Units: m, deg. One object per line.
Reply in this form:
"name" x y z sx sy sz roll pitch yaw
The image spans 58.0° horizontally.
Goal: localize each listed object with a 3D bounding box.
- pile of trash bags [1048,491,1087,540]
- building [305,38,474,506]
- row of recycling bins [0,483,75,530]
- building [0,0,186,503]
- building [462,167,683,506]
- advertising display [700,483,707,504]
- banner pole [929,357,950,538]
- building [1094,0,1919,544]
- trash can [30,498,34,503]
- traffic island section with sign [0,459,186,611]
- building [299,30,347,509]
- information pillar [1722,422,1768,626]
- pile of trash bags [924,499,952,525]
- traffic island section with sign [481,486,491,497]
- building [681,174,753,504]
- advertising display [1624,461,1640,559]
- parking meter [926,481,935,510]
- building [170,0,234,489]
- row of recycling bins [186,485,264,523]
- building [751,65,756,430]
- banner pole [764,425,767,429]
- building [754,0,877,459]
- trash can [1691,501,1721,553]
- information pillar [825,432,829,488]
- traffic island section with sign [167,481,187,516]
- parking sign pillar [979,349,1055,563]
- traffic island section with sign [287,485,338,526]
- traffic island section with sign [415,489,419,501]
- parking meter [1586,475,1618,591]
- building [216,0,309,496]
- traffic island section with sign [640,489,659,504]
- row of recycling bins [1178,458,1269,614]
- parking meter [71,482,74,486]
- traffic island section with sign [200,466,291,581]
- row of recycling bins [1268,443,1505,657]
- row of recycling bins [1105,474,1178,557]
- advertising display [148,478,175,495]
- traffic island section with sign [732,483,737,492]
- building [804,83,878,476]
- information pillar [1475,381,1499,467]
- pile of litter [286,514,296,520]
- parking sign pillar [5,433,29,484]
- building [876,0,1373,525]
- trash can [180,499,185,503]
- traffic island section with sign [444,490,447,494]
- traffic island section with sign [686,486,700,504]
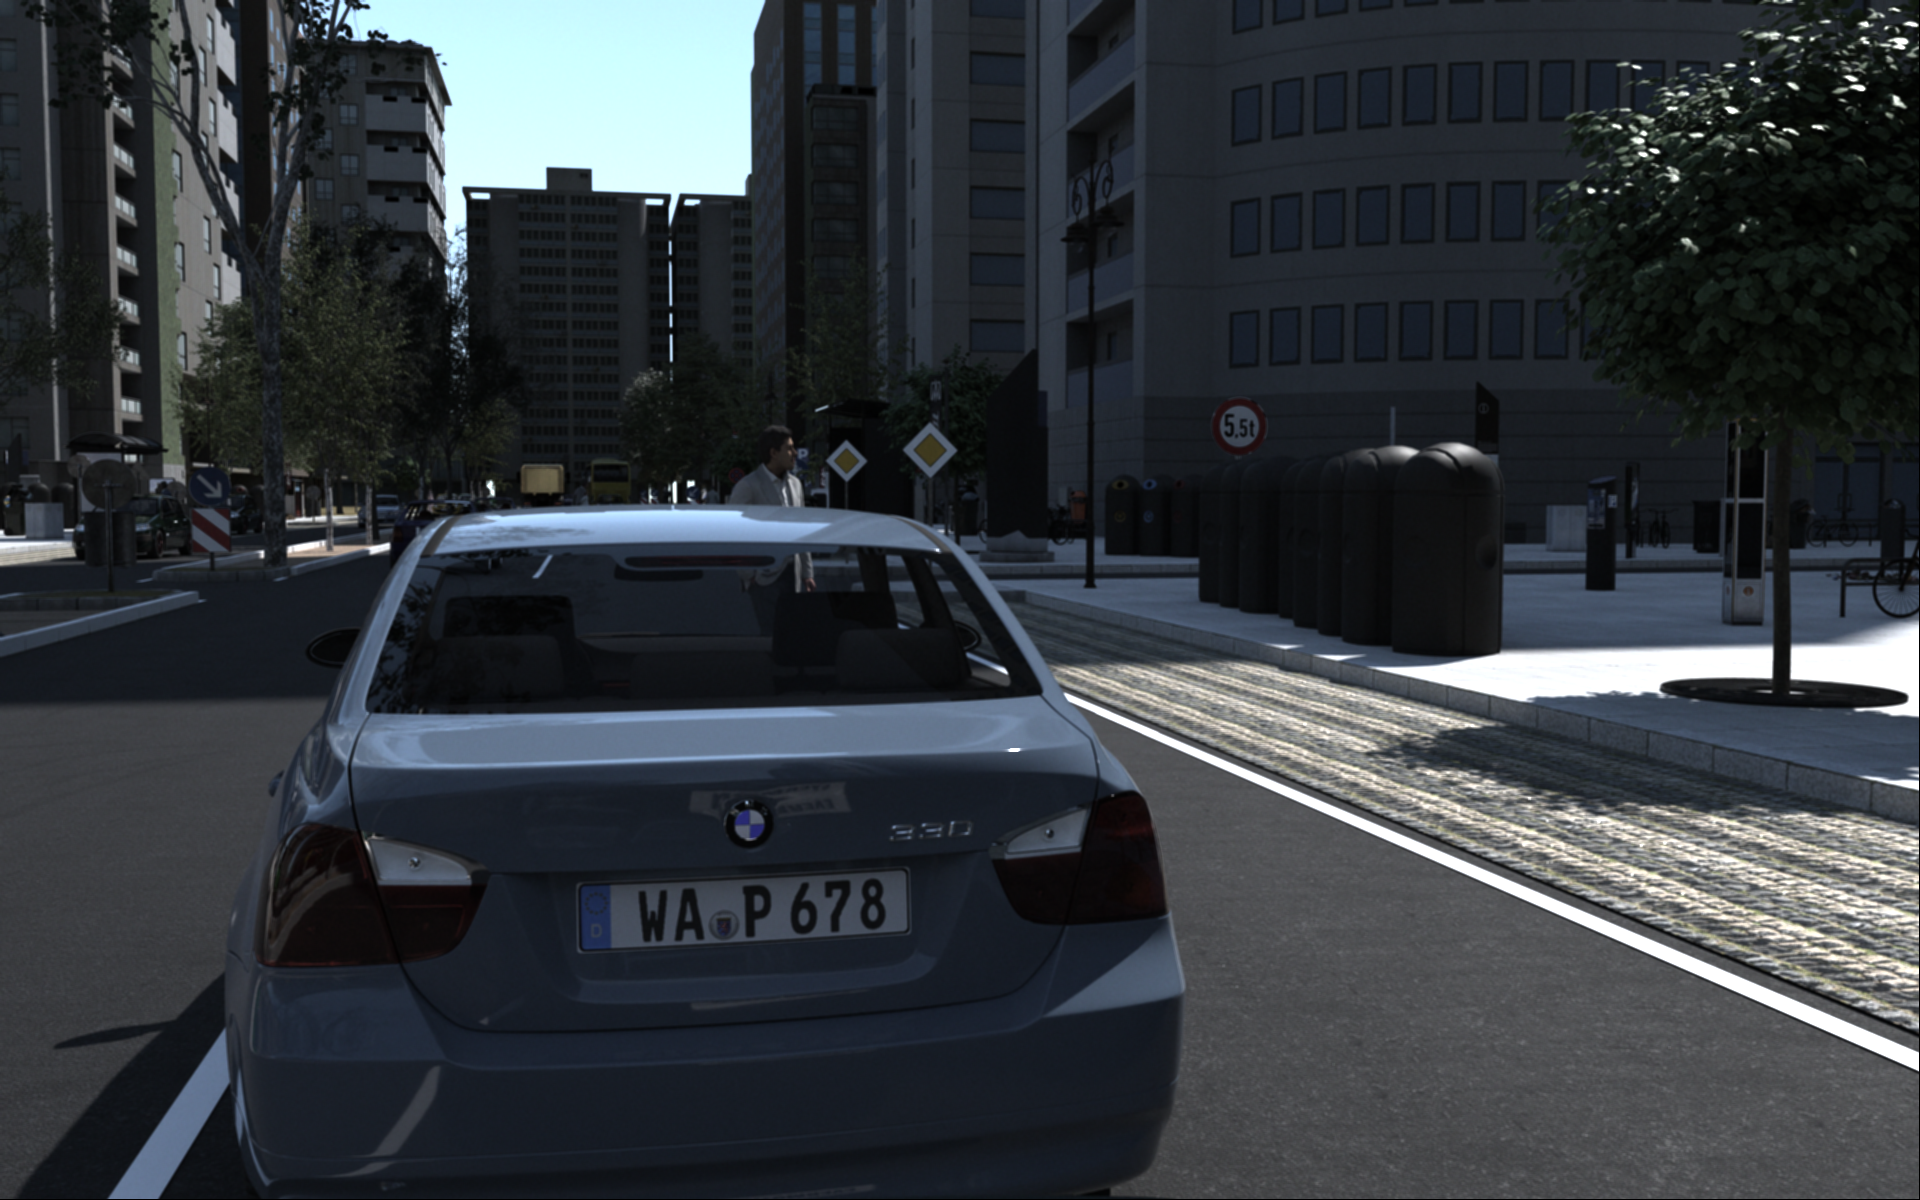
"pile of trash bags" 2.942 -2.454 49.881 1.912 1.369 3.447 -1 4 -16
"building" -71.730 -37.443 201.438 27.495 52.752 28.713 -1 4 -12
"row of recycling bins" -33.904 -3.408 62.841 3.534 1.692 1.069 -3 5 -44
"building" -48.657 -24.696 87.380 14.154 41.232 14.086 -1 4 -12
"building" -46.903 -31.617 208.823 23.993 40.220 32.217 -1 4 -12
"advertising display" -15.365 -6.020 103.643 0.123 1.923 0.974 1 4 10
"banner pole" -0.364 -2.561 31.894 0.401 3.779 0.863 -2 4 -31
"building" 17.812 -31.274 53.336 28.212 58.520 21.231 -1 4 -12
"trash can" -33.075 -3.023 61.083 0.748 1.137 0.748 0 3 0
"traffic island section with sign" -11.013 -0.853 22.089 2.006 1.907 1.989 -1 4 -12
"building" -70.817 -30.417 151.937 28.867 44.769 22.147 -1 4 -12
"information pillar" 7.687 -0.762 16.957 0.304 2.012 0.304 0 4 5
"pile of trash bags" -0.647 -3.937 74.115 3.447 1.369 1.912 2 4 24
"traffic island section with sign" -28.244 -5.791 102.823 2.006 1.907 1.989 -1 4 -12
"building" -23.325 -31.890 213.289 23.993 40.220 32.217 -1 4 -12
"advertising display" 13.444 -1.801 34.660 0.123 1.923 0.974 2 4 30
"parking meter" -1.306 -4.331 76.529 0.399 1.863 0.255 0 4 7
"building" -62.028 -31.809 109.320 28.713 52.752 27.495 -1 4 -12
"row of recycling bins" -32.714 -4.301 77.436 3.534 1.692 1.069 -3 5 -39
"building" -13.301 -29.636 168.144 14.154 41.232 14.086 -1 4 -12
"banner pole" -7.049 -4.446 62.704 0.401 3.779 0.863 0 4 -3
"building" -10.626 -30.818 153.978 14.600 45.320 14.200 -1 4 -12
"trash can" 16.270 -1.589 37.635 0.748 1.137 0.748 0 3 0
"information pillar" -4.813 -4.476 64.539 0.504 3.616 0.183 1 4 15
"traffic island section with sign" -23.805 -2.680 52.449 1.989 1.847 2.006 -1 4 -12
"parking sign pillar" 1.081 -2.715 32.856 1.447 3.967 1.447 -3 5 -40
"traffic island section with sign" -29.442 -4.296 78.861 1.989 1.847 2.006 -1 4 -12
"traffic island section with sign" -39.922 -7.300 127.981 1.989 1.847 2.006 -1 4 -12
"parking meter" 8.562 -0.899 23.114 0.372 1.533 0.369 0 3 0
"building" -58.455 -29.466 131.886 14.600 45.320 14.200 -1 4 -12
"traffic island section with sign" -23.306 -7.511 131.433 1.989 1.847 2.006 -1 4 -12
"row of recycling bins" 3.480 -0.742 19.239 1.069 1.692 3.534 -1 4 -9
"parking meter" -40.481 -4.500 79.293 0.399 1.863 0.255 3 4 37
"traffic island section with sign" -12.550 -1.297 29.335 2.006 1.907 1.989 -1 4 -12
"row of recycling bins" 3.769 -0.503 15.335 1.069 1.692 3.534 0 4 -6
"row of recycling bins" 4.405 -1.744 35.635 1.069 1.692 3.534 -3 5 -43
"advertising display" -31.536 -3.869 68.469 0.974 1.923 0.123 -1 4 -14
"traffic island section with sign" -7.204 -2.896 55.969 1.989 1.847 2.006 -1 4 -12
"building" -4.566 -21.715 126.748 14.160 30.474 14.107 -1 4 -12
"information pillar" 10.945 -2.735 36.064 0.504 3.616 0.183 0 4 -5
"pile of litter" -33.645 -4.429 86.378 1.176 0.858 1.719 0 4 7
"parking sign pillar" -42.114 -5.436 77.353 1.447 3.967 1.447 3 4 36
"building" 6.074 -33.704 93.058 21.231 58.520 28.212 -1 4 -12
"trash can" -37.413 -4.356 82.871 0.748 1.137 0.748 0 3 0
"traffic island section with sign" -45.542 -8.912 154.346 1.989 1.847 2.006 -1 4 -12
"traffic island section with sign" -12.828 -4.508 82.334 1.989 1.847 2.006 -1 4 -12
